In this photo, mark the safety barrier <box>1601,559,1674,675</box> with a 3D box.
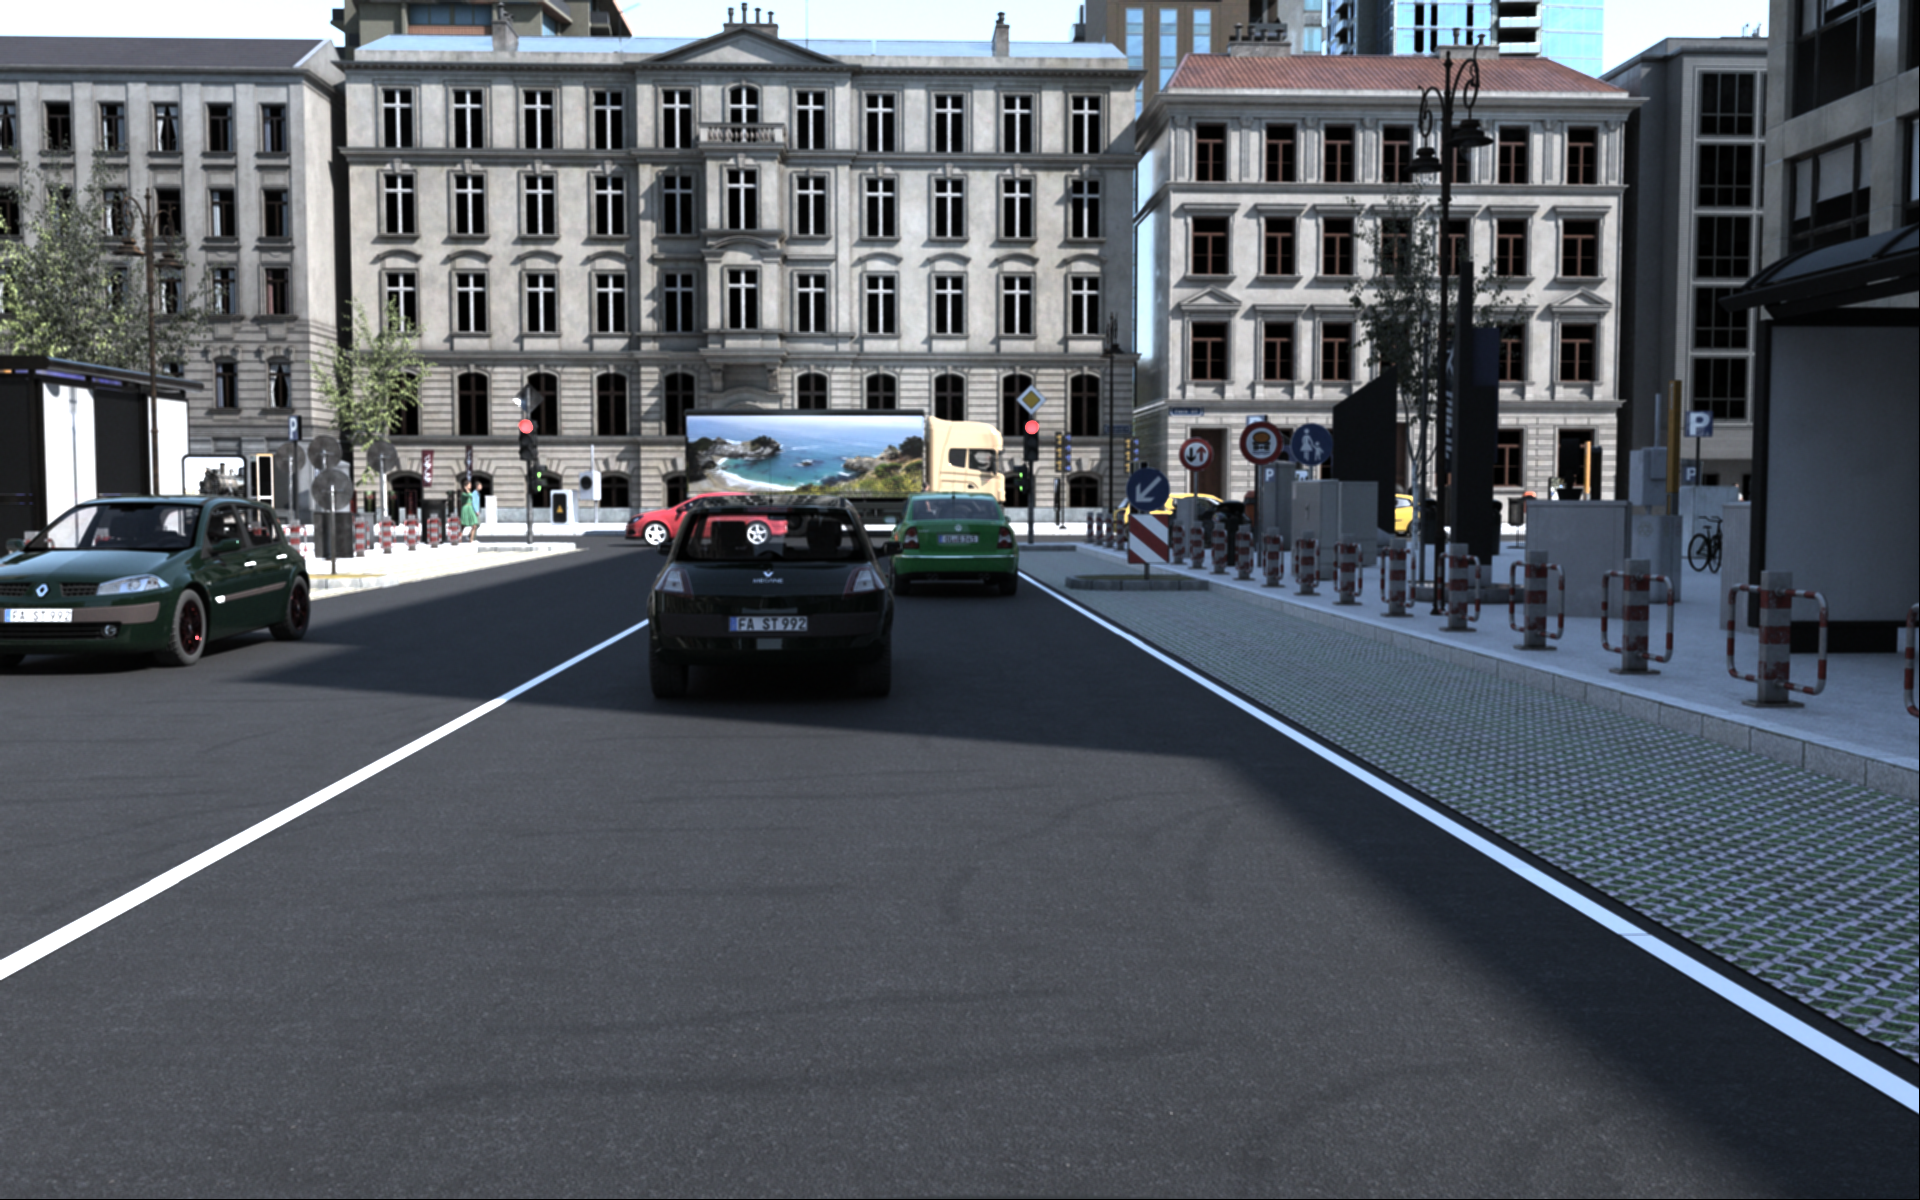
[{"bbox_3d":[4.829,0.116,12.373,0.300,0.817,1.120,0,4,-3],"label":"safety barrier"}]

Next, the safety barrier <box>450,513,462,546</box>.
[{"bbox_3d":[-12.450,-1.735,42.641,0.300,0.817,1.120,0,4,-3],"label":"safety barrier"}]

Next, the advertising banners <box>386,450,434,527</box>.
[{"bbox_3d":[-21.692,-4.413,68.340,2.074,3.025,0.090,1,4,10],"label":"advertising banners"}]

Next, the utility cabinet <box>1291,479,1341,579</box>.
[{"bbox_3d":[5.352,-1.073,26.220,0.318,1.500,1.173,-1,4,-10],"label":"utility cabinet"}]

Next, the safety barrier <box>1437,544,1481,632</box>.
[{"bbox_3d":[4.662,-0.118,16.204,0.300,0.817,1.120,0,4,-3],"label":"safety barrier"}]

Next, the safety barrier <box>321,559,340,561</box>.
[{"bbox_3d":[-12.025,-1.148,33.050,0.300,0.817,1.120,0,4,-3],"label":"safety barrier"}]

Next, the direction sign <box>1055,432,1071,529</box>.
[{"bbox_3d":[3.751,-4.346,63.052,0.379,3.537,0.876,3,5,41],"label":"direction sign"}]

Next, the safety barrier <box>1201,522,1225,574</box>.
[{"bbox_3d":[4.158,-0.824,27.747,0.300,0.817,1.120,0,4,-3],"label":"safety barrier"}]

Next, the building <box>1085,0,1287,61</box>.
[{"bbox_3d":[17.800,-30.018,140.903,14.600,45.320,14.200,0,4,-3],"label":"building"}]

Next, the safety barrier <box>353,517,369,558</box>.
[{"bbox_3d":[-12.113,-1.265,34.966,0.300,0.817,1.120,0,4,-3],"label":"safety barrier"}]

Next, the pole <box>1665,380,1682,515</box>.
[{"bbox_3d":[12.824,-2.282,31.151,0.158,3.312,0.155,0,3,0],"label":"pole"}]

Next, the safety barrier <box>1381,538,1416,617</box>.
[{"bbox_3d":[4.580,-0.236,18.129,0.300,0.817,1.120,0,4,-3],"label":"safety barrier"}]

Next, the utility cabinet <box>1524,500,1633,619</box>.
[{"bbox_3d":[6.473,-0.427,18.150,1.020,1.237,0.306,2,4,31],"label":"utility cabinet"}]

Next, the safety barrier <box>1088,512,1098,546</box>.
[{"bbox_3d":[3.476,-1.765,43.125,0.300,0.817,1.120,0,4,-3],"label":"safety barrier"}]

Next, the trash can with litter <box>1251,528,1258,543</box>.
[{"bbox_3d":[7.324,-2.063,45.115,1.055,1.170,0.624,0,4,1],"label":"trash can with litter"}]

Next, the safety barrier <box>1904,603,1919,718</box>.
[{"bbox_3d":[5.001,0.351,8.538,0.300,0.817,1.120,0,4,-3],"label":"safety barrier"}]

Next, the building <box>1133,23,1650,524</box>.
[{"bbox_3d":[18.509,-14.876,79.373,21.152,22.565,11.583,0,4,-3],"label":"building"}]

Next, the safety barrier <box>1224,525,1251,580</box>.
[{"bbox_3d":[4.237,-0.706,25.820,0.300,0.817,1.120,0,4,-3],"label":"safety barrier"}]

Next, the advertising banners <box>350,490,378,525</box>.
[{"bbox_3d":[-24.944,-4.572,70.942,2.074,3.025,0.090,-2,4,-24],"label":"advertising banners"}]

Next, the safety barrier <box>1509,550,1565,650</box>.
[{"bbox_3d":[4.751,-0.001,14.289,0.300,0.817,1.120,0,4,-3],"label":"safety barrier"}]

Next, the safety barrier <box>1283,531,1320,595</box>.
[{"bbox_3d":[4.407,-0.471,21.979,0.300,0.817,1.120,0,4,-3],"label":"safety barrier"}]

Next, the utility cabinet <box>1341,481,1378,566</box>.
[{"bbox_3d":[6.890,-1.331,30.437,0.318,1.500,1.173,3,5,44],"label":"utility cabinet"}]

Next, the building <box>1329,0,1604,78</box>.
[{"bbox_3d":[53.146,-53.209,182.640,31.000,86.520,22.319,0,4,-3],"label":"building"}]

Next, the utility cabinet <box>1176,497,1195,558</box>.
[{"bbox_3d":[4.564,-1.466,35.125,0.306,1.237,1.020,1,4,12],"label":"utility cabinet"}]

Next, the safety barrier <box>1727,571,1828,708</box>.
[{"bbox_3d":[4.919,0.233,10.458,0.300,0.817,1.120,0,4,-3],"label":"safety barrier"}]

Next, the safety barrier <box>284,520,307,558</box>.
[{"bbox_3d":[-11.942,-1.030,31.119,0.300,0.817,1.120,0,4,-3],"label":"safety barrier"}]

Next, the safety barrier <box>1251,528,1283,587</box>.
[{"bbox_3d":[4.322,-0.589,23.905,0.300,0.817,1.120,0,4,-3],"label":"safety barrier"}]

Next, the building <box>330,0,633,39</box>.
[{"bbox_3d":[-39.449,-30.006,145.221,22.147,44.769,28.867,0,4,-3],"label":"building"}]

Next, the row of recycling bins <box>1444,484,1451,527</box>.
[{"bbox_3d":[19.796,-3.757,68.543,1.069,1.692,3.534,0,4,4],"label":"row of recycling bins"}]

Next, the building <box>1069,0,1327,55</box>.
[{"bbox_3d":[20.905,-33.249,163.233,23.786,49.044,30.456,0,4,-3],"label":"building"}]

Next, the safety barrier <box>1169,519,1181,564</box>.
[{"bbox_3d":[3.986,-1.060,31.600,0.300,0.817,1.120,0,4,-3],"label":"safety barrier"}]

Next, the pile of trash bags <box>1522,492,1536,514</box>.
[{"bbox_3d":[25.531,-3.884,73.263,3.447,1.369,1.912,1,4,11],"label":"pile of trash bags"}]

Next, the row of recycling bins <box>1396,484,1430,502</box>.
[{"bbox_3d":[16.710,-3.743,68.315,3.534,1.692,1.069,1,4,11],"label":"row of recycling bins"}]

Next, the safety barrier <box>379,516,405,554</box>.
[{"bbox_3d":[-12.193,-1.383,36.881,0.300,0.817,1.120,0,4,-3],"label":"safety barrier"}]

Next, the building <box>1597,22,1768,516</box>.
[{"bbox_3d":[44.050,-16.040,81.314,30.058,24.678,14.314,0,4,-3],"label":"building"}]

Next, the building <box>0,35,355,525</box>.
[{"bbox_3d":[-35.793,-13.830,75.279,18.267,20.994,9.793,0,4,-3],"label":"building"}]

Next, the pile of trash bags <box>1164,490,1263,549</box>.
[{"bbox_3d":[6.350,-1.972,41.987,1.912,1.369,3.447,3,5,42],"label":"pile of trash bags"}]

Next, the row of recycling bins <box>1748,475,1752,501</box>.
[{"bbox_3d":[9.447,-0.700,18.556,1.069,1.692,3.534,3,5,44],"label":"row of recycling bins"}]

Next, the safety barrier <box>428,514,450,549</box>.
[{"bbox_3d":[-12.363,-1.618,40.726,0.300,0.817,1.120,0,4,-3],"label":"safety barrier"}]

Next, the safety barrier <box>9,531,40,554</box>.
[{"bbox_3d":[-11.516,-0.443,21.516,0.300,0.817,1.120,0,4,-3],"label":"safety barrier"}]

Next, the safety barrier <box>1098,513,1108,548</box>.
[{"bbox_3d":[3.559,-1.647,41.210,0.300,0.817,1.120,0,4,-3],"label":"safety barrier"}]

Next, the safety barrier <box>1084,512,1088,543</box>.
[{"bbox_3d":[3.390,-1.883,45.060,0.300,0.817,1.120,0,4,-3],"label":"safety barrier"}]

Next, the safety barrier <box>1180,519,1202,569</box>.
[{"bbox_3d":[4.067,-0.942,29.673,0.300,0.817,1.120,0,4,-3],"label":"safety barrier"}]

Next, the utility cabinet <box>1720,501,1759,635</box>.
[{"bbox_3d":[7.374,-0.292,15.936,0.306,1.237,1.020,0,4,-3],"label":"utility cabinet"}]

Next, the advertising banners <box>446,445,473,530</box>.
[{"bbox_3d":[-17.901,-4.025,61.995,0.090,3.025,2.074,-3,5,-42],"label":"advertising banners"}]

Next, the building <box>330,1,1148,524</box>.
[{"bbox_3d":[-9.479,-15.949,79.856,34.723,24.649,14.460,0,4,-3],"label":"building"}]

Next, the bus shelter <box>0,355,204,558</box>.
[{"bbox_3d":[-14.860,-3.057,27.617,2.179,5.291,8.768,0,4,-3],"label":"bus shelter"}]

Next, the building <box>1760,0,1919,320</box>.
[{"bbox_3d":[26.022,-12.990,16.904,19.350,26.468,34.151,0,4,-3],"label":"building"}]

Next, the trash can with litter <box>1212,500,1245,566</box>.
[{"bbox_3d":[4.775,-1.209,31.152,0.624,1.170,1.055,0,4,-1],"label":"trash can with litter"}]

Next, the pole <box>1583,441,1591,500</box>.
[{"bbox_3d":[24.248,-4.475,67.001,0.158,3.312,0.155,0,3,0],"label":"pole"}]

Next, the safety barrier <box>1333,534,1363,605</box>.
[{"bbox_3d":[4.491,-0.354,20.064,0.300,0.817,1.120,0,4,-3],"label":"safety barrier"}]

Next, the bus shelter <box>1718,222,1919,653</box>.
[{"bbox_3d":[7.283,-1.071,11.432,2.014,3.302,5.546,0,4,-2],"label":"bus shelter"}]

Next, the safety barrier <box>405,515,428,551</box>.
[{"bbox_3d":[-12.282,-1.501,38.809,0.300,0.817,1.120,0,4,-3],"label":"safety barrier"}]

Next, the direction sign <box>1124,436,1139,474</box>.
[{"bbox_3d":[6.745,-4.658,68.156,0.379,3.537,0.876,3,5,44],"label":"direction sign"}]

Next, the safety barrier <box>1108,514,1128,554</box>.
[{"bbox_3d":[3.643,-1.530,39.283,0.300,0.817,1.120,0,4,-3],"label":"safety barrier"}]

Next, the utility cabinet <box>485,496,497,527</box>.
[{"bbox_3d":[-18.247,-3.439,67.389,0.306,1.237,1.020,0,4,-6],"label":"utility cabinet"}]
